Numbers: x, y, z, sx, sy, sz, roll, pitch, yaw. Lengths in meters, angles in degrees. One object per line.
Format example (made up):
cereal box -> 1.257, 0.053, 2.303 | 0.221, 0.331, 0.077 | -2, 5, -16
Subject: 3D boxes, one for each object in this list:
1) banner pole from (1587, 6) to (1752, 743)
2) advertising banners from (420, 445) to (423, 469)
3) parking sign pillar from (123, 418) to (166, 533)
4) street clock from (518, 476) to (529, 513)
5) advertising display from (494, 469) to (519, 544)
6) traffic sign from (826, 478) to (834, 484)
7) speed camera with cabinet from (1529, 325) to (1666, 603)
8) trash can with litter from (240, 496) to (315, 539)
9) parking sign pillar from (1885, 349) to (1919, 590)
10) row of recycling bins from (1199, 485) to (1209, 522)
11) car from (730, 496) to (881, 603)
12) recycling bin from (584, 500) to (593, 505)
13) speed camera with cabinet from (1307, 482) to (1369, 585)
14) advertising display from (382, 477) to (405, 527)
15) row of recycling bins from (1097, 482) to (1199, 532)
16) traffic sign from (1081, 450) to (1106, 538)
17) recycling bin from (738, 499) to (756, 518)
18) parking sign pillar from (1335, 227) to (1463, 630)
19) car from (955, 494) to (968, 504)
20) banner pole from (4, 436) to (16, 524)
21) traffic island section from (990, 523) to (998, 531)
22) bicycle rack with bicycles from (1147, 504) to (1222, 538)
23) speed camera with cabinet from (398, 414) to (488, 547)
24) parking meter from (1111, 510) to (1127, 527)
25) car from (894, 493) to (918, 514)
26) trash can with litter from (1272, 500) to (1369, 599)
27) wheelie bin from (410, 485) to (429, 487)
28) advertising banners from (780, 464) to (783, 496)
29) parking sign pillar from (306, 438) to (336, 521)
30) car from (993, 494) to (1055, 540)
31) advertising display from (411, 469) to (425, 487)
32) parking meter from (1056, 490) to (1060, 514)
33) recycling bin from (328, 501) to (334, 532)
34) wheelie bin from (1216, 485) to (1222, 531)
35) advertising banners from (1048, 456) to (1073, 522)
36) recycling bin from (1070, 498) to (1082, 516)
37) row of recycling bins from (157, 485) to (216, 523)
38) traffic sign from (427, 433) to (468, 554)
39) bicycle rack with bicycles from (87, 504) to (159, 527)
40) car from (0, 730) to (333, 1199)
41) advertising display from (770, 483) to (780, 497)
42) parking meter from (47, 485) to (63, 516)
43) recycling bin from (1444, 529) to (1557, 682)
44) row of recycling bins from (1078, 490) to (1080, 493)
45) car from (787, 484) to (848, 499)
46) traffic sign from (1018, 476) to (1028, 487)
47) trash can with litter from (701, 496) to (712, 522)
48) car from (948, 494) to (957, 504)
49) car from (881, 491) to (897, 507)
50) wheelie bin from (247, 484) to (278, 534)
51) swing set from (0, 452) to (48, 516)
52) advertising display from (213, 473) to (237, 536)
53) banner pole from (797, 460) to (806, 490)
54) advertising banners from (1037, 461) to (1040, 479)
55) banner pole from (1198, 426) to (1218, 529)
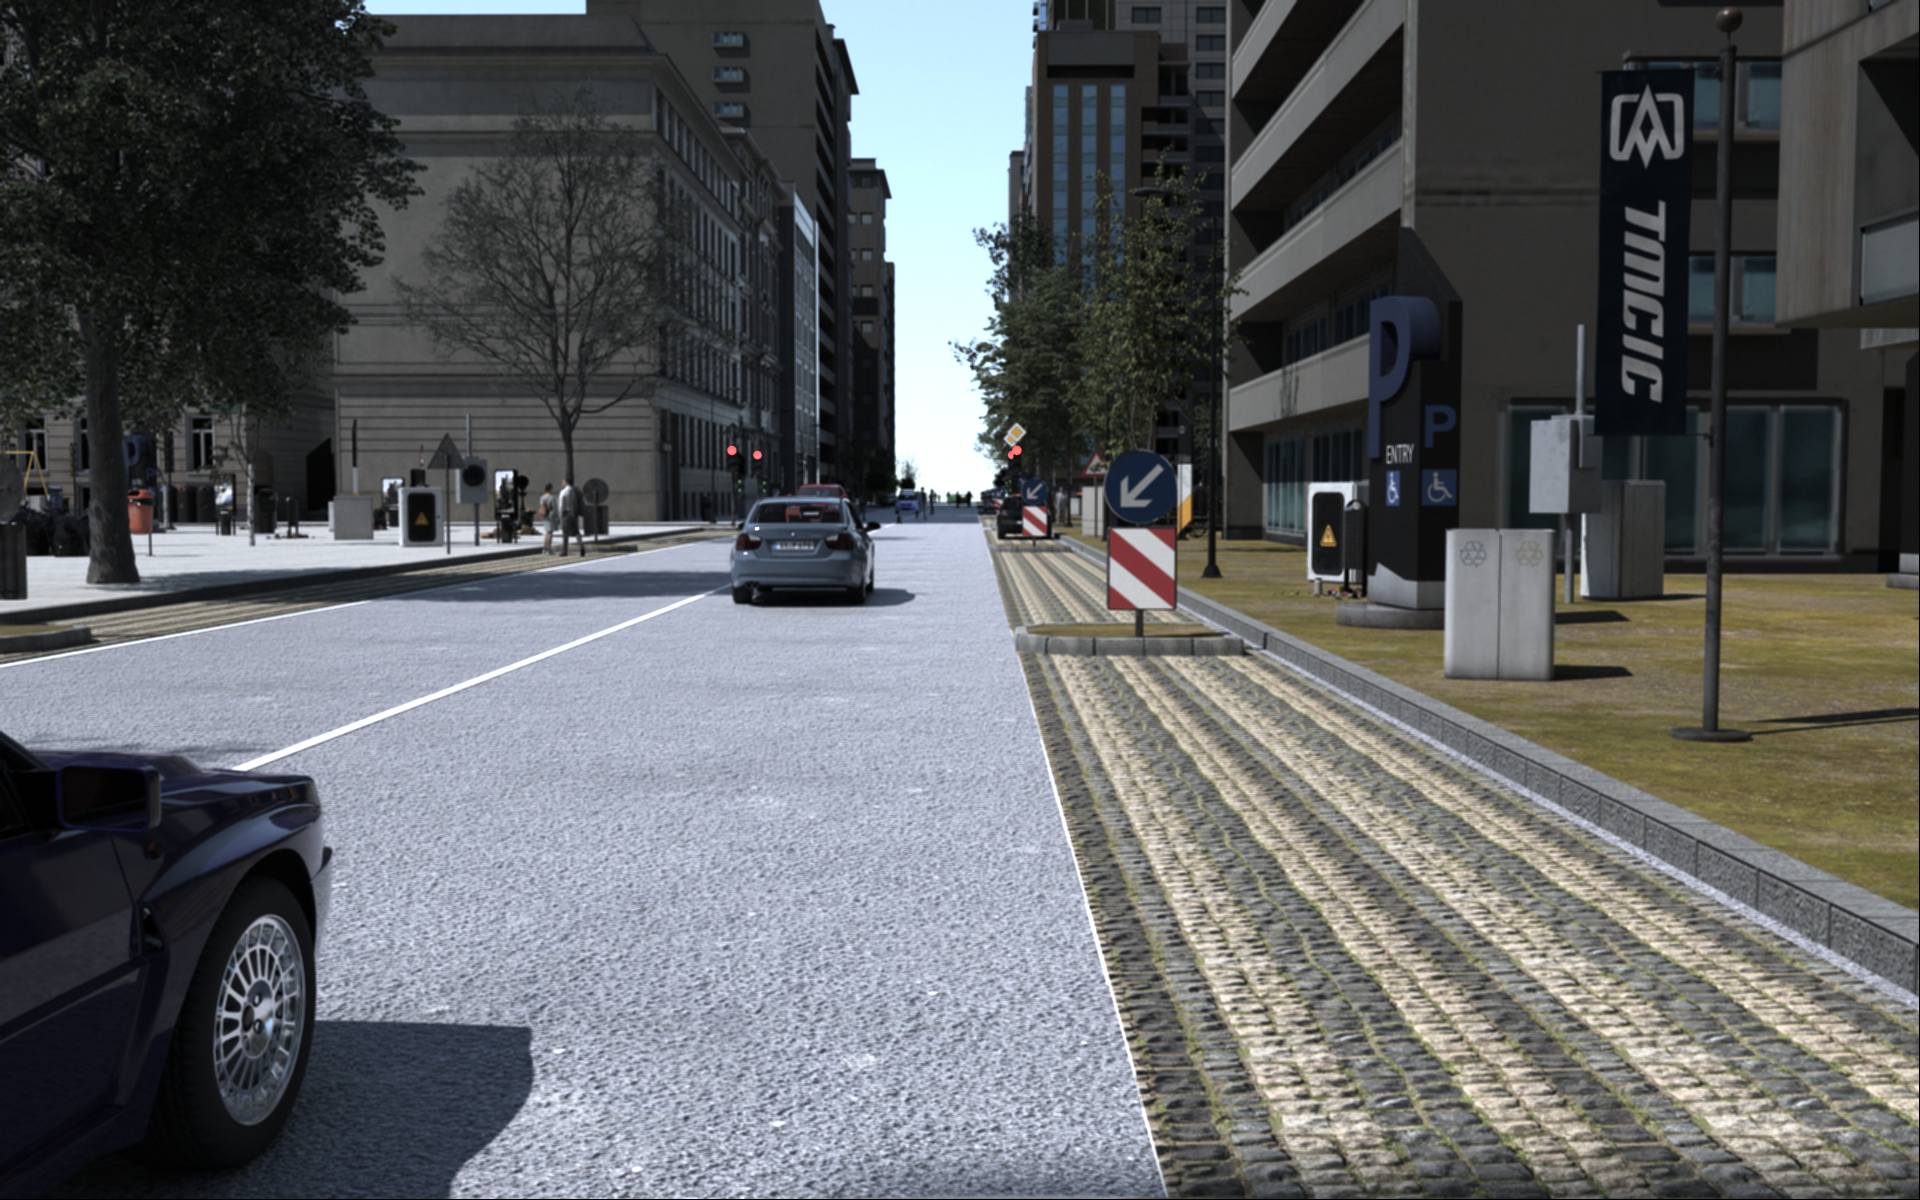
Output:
banner pole -> 3.724, -1.163, 9.040 | 0.863, 3.779, 0.401 | 0, 4, 7
advertising banners -> -18.781, -3.957, 60.887 | 0.090, 3.025, 2.074 | -2, 4, -25
parking sign pillar -> -26.924, -4.185, 56.903 | 1.447, 3.967, 1.447 | 3, 4, 38
street clock -> -17.079, -3.856, 67.623 | 0.471, 2.002, 0.358 | 0, 4, -7
advertising display -> -11.800, -2.437, 45.054 | 0.974, 1.923, 0.123 | 3, 5, 44
traffic sign -> -10.203, -8.312, 135.912 | 0.884, 2.594, 0.081 | 0, 4, 2
speed camera with cabinet -> 7.712, -1.624, 20.892 | 2.038, 3.252, 0.660 | -3, 4, -37
trash can with litter -> -19.547, -2.386, 50.071 | 1.678, 1.210, 2.233 | 0, 4, 2
parking sign pillar -> 13.401, -2.138, 23.430 | 1.447, 3.967, 1.447 | -1, 4, -10
row of recycling bins -> 10.342, -4.358, 78.366 | 1.069, 1.692, 3.534 | 2, 4, 25
car -> -2.120, -0.732, 23.976 | 2.014, 1.417, 4.499 | 0, 4, 0
recycling bin -> -16.529, -3.872, 75.862 | 0.722, 1.027, 0.722 | -2, 4, -28
speed camera with cabinet -> 5.803, -1.841, 24.435 | 0.660, 3.252, 2.038 | -2, 4, -31
advertising display -> -22.034, -3.802, 67.383 | 0.974, 1.923, 0.123 | 1, 4, 16
row of recycling bins -> 6.189, -3.171, 58.951 | 3.534, 1.692, 1.069 | 1, 4, 23
traffic sign -> 4.009, -3.119, 51.001 | 0.884, 2.594, 0.081 | 0, 4, 7
recycling bin -> -11.245, -4.837, 91.637 | 0.722, 1.027, 0.722 | -3, 4, -38
parking sign pillar -> 4.435, -1.741, 16.931 | 1.447, 3.967, 1.447 | 0, 4, -7
car -> 0.416, -12.878, 220.780 | 2.015, 1.641, 3.980 | 0, 4, 0
banner pole -> -41.308, -5.221, 75.379 | 0.401, 3.779, 0.863 | 0, 4, 7
traffic island section -> 2.239, -2.786, 67.827 | 2.009, 0.180, 2.903 | 0, 4, 0
bicycle rack with bicycles -> 6.618, -2.318, 51.278 | 2.925, 0.926, 2.852 | 1, 4, 23
speed camera with cabinet -> -12.675, -2.943, 42.449 | 2.038, 3.252, 0.660 | -2, 4, -26
parking meter -> 4.145, -2.420, 45.275 | 0.399, 1.863, 0.255 | -3, 4, -39
car -> -3.905, -7.199, 127.291 | 1.945, 1.707, 3.694 | 0, 4, -1
trash can with litter -> 4.953, -0.628, 21.328 | 1.678, 1.210, 2.233 | -1, 4, -13
wheelie bin -> -18.320, -3.113, 58.809 | 0.980, 1.594, 0.693 | 0, 4, -2
advertising banners -> -10.540, -6.445, 101.571 | 0.090, 3.025, 2.074 | 0, 4, 4
parking sign pillar -> -30.617, -5.780, 82.976 | 1.447, 3.967, 1.447 | 1, 4, 16
car -> 2.056, -2.805, 55.655 | 2.009, 1.686, 4.222 | 0, 4, 1
advertising display -> -14.007, -2.422, 44.808 | 0.123, 1.923, 0.974 | 0, 4, -3
parking meter -> 6.376, -6.308, 111.549 | 0.372, 1.533, 0.369 | 0, 3, 0
recycling bin -> -21.074, -2.853, 59.198 | 0.722, 1.027, 0.722 | 1, 4, 10
wheelie bin -> 9.046, -3.177, 59.853 | 0.980, 1.594, 0.693 | -1, 4, -13
advertising banners -> 4.595, -5.056, 78.854 | 0.090, 3.025, 2.074 | 2, 4, 35
recycling bin -> 7.009, -5.546, 103.239 | 0.722, 1.027, 0.722 | 3, 5, 39
row of recycling bins -> -34.483, -4.232, 76.303 | 3.534, 1.692, 1.069 | 0, 4, 6
traffic sign -> -10.911, -2.256, 36.885 | 0.884, 2.594, 0.081 | 0, 4, 2
bicycle rack with bicycles -> -28.815, -2.839, 59.807 | 2.852, 0.926, 2.925 | -2, 4, -24
car -> -2.391, 0.612, 2.567 | 1.945, 1.354, 3.894 | 0, 4, 2
advertising display -> -10.595, -5.754, 99.289 | 0.123, 1.923, 0.974 | 1, 4, 21
parking meter -> -25.043, -2.418, 47.950 | 0.372, 1.533, 0.369 | 0, 3, 0
recycling bin -> 3.801, 0.020, 12.231 | 0.722, 1.027, 0.722 | 1, 4, 15
row of recycling bins -> 9.539, -7.627, 131.814 | 1.069, 1.692, 3.534 | 1, 4, 12
car -> -5.243, -3.423, 64.634 | 2.281, 1.827, 5.304 | 0, 4, 2
traffic sign -> 4.511, -7.609, 124.516 | 0.768, 2.556, 0.104 | 0, 4, 4
trash can with litter -> -11.777, -4.263, 81.083 | 0.624, 1.170, 1.055 | -1, 4, -19
car -> -0.736, -14.329, 243.081 | 1.959, 1.807, 4.718 | 0, 4, -1
car -> -7.701, -11.102, 190.321 | 1.959, 1.807, 4.718 | 0, 4, 1
wheelie bin -> -22.623, -2.960, 56.298 | 0.693, 1.594, 0.980 | 3, 4, 37
swing set -> -35.690, -4.059, 63.980 | 3.119, 2.851, 2.862 | 0, 3, 0
advertising display -> -22.783, -2.965, 53.698 | 0.974, 1.923, 0.123 | 2, 4, 32
banner pole -> -11.437, -8.305, 125.803 | 0.863, 3.779, 0.401 | -1, 4, -17
advertising banners -> 4.433, -5.940, 93.303 | 0.090, 3.025, 2.074 | 1, 4, 20
banner pole -> 9.162, -4.519, 63.909 | 0.863, 3.779, 0.401 | 3, 4, 38
